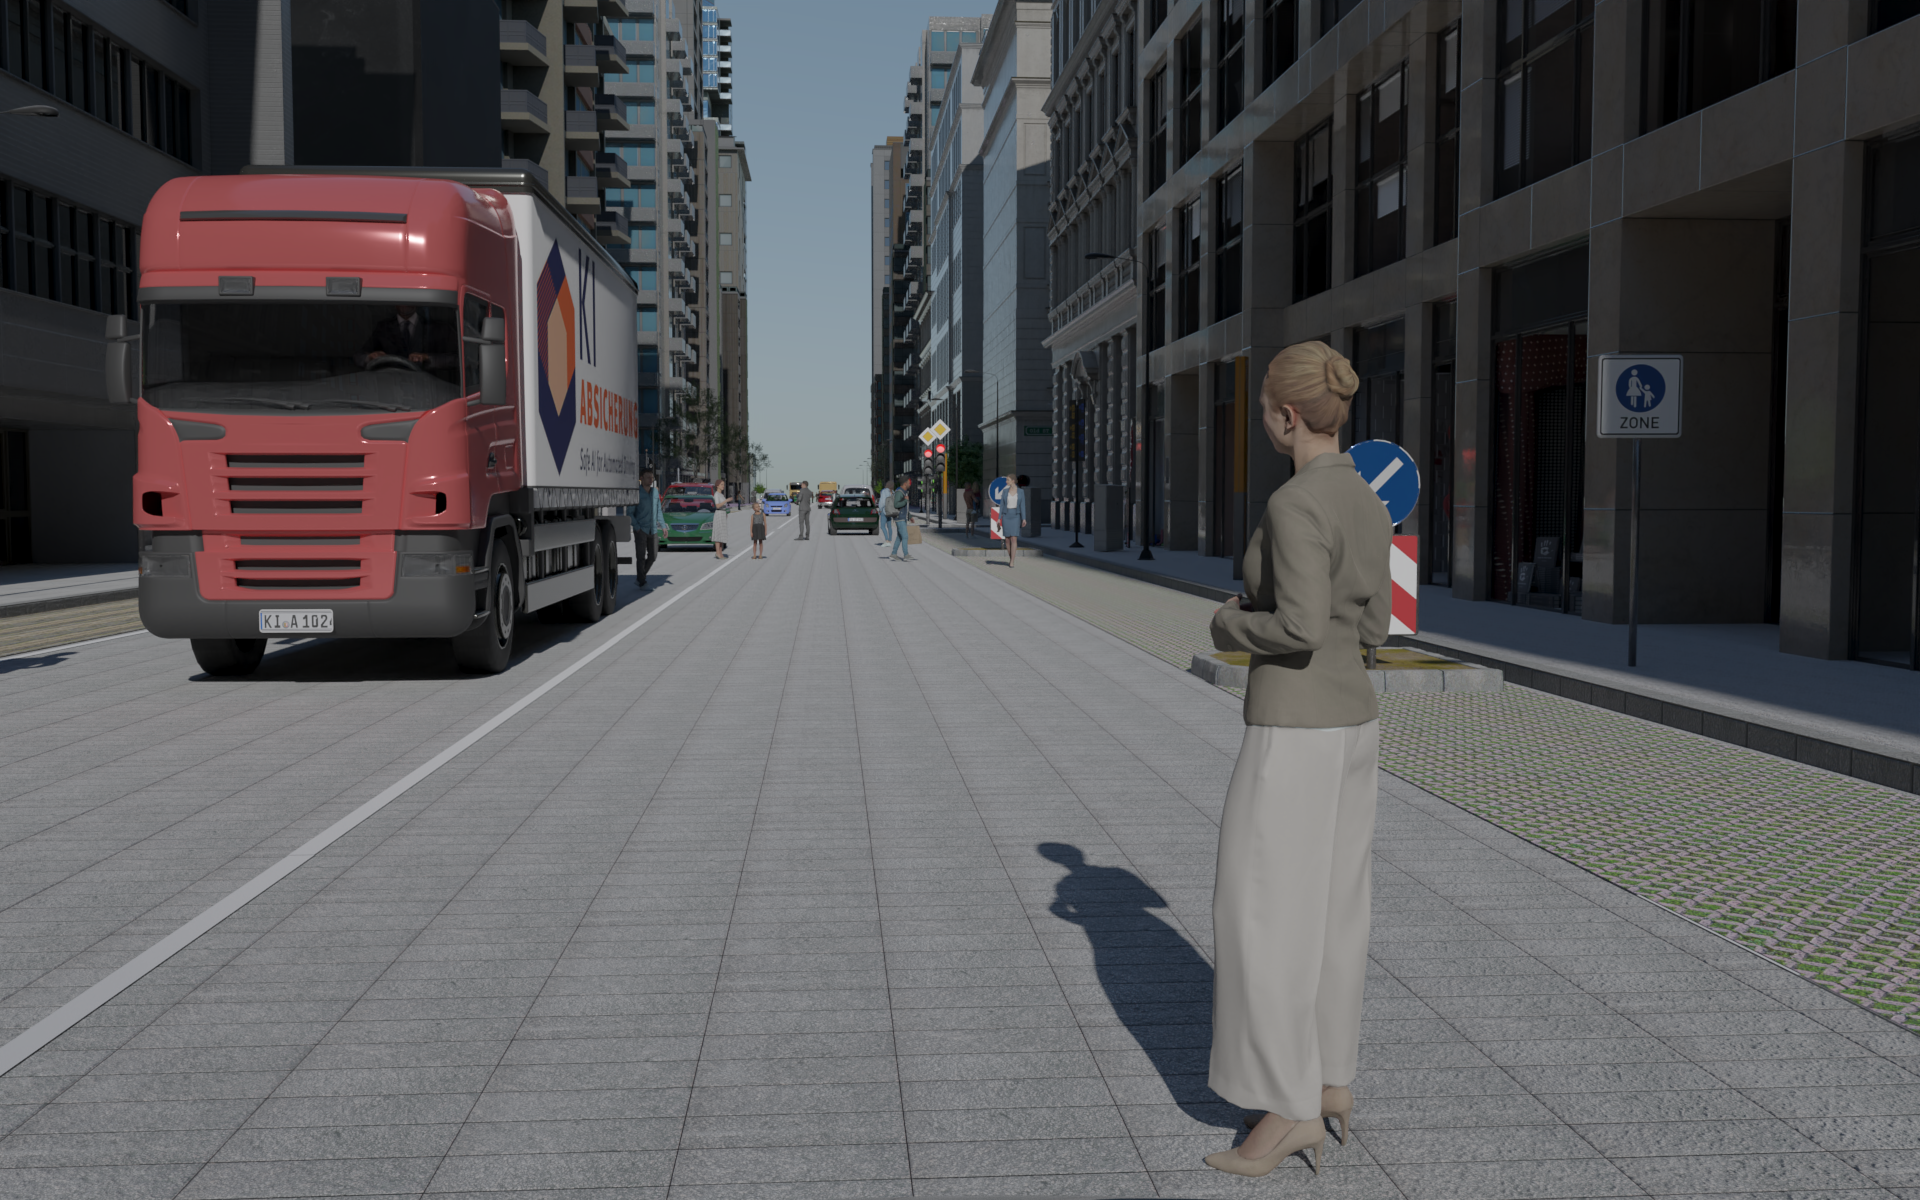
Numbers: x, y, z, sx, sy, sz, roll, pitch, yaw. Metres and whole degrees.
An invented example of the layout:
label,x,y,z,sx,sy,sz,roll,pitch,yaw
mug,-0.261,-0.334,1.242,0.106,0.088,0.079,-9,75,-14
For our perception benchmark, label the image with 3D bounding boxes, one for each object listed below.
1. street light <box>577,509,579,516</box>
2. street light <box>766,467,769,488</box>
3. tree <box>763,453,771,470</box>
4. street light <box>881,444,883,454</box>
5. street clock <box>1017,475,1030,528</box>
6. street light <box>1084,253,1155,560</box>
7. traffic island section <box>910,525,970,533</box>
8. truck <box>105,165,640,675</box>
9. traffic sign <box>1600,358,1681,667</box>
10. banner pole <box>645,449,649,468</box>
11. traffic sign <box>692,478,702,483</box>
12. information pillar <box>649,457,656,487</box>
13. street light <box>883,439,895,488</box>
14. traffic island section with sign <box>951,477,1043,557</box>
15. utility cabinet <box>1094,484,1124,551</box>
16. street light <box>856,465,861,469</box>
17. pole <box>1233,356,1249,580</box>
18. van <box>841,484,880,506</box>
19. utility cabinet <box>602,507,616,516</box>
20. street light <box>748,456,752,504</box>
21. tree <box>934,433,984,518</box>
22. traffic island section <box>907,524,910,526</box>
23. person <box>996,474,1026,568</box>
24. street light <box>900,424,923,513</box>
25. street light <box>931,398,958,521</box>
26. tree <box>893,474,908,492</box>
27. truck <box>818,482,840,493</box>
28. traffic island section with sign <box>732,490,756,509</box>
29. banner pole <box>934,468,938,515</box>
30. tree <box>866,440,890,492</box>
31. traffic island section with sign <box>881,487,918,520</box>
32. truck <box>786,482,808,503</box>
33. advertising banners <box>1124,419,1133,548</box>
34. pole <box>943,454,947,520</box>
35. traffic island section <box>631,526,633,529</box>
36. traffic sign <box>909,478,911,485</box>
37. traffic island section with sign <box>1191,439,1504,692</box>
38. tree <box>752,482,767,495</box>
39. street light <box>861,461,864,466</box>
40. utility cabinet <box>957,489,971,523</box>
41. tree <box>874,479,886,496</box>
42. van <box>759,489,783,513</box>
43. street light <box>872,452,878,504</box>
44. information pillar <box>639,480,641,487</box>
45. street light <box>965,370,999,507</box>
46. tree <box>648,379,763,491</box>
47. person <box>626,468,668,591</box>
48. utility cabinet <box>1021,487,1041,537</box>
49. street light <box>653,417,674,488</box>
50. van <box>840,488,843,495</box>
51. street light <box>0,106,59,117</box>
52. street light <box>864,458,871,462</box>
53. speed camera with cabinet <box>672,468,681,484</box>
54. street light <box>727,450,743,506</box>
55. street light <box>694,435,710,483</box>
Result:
label,x,y,z,sx,sy,sz,roll,pitch,yaw
street light,-15.475,-6.113,72.487,1.470,5.913,1.316,0,4,-4
street light,-32.242,-19.637,293.601,1.470,5.913,1.316,0,4,-4
tree,-28.160,-17.496,220.474,8.767,10.594,7.601,-1,4,-16
street light,-6.652,-11.519,160.882,1.470,5.913,1.316,0,4,-4
street clock,2.370,-3.683,64.794,0.471,2.002,0.358,2,4,29
street light,3.090,-3.731,33.538,1.470,5.913,1.316,0,4,-4
traffic island section,-0.721,-2.609,64.931,2.009,0.180,2.903,0,4,-4
truck,-5.052,-1.726,17.141,2.839,4.237,11.283,0,4,-4
traffic sign,5.003,-0.654,12.823,0.606,2.300,0.079,0,4,3
banner pole,-17.548,-6.563,97.323,0.401,3.779,0.863,0,4,1
traffic sign,-20.347,-8.200,134.180,0.768,2.556,0.104,0,4,3
information pillar,-19.373,-7.203,109.117,0.504,3.616,0.183,2,4,25
street light,-5.575,-10.678,147.130,1.470,5.913,1.316,0,4,-4
traffic island section with sign,0.824,-1.935,40.272,1.989,1.847,2.006,0,4,-4
utility cabinet,3.348,-1.842,38.795,0.318,1.500,1.173,2,4,24
street light,-17.713,-20.460,307.061,1.470,5.913,1.316,0,4,-4
pole,4.178,-1.952,25.753,0.158,3.312,0.155,0,3,0
van,-4.504,-4.244,76.402,2.013,2.044,4.112,0,4,-3
utility cabinet,-16.237,-4.217,80.110,0.306,1.237,1.020,1,4,10
street light,-26.051,-14.614,211.480,1.470,5.913,1.316,0,4,-4
tree,0.371,-6.651,92.462,4.285,4.588,4.351,0,3,0
traffic island section,-1.325,-3.096,72.893,2.009,0.180,2.903,0,4,-4
person,1.029,-1.542,33.734,0.581,1.822,0.654,1,4,21
street light,-3.128,-8.753,115.650,1.470,5.913,1.316,0,4,-4
street light,-0.697,-6.810,83.883,1.470,5.913,1.316,0,4,-4
tree,-5.202,-9.809,154.975,1.663,3.219,1.824,0,3,0
truck,-20.349,-16.613,267.548,3.469,3.379,9.791,0,4,-3
traffic island section with sign,-21.424,-9.911,170.673,1.989,1.847,2.006,0,4,-4
banner pole,-1.431,-7.006,104.568,0.401,3.779,0.863,-1,4,-16
tree,-10.515,-17.253,232.441,4.360,8.622,3.978,0,3,0
traffic island section with sign,-3.368,-5.315,95.531,1.989,1.847,2.006,0,4,-4
truck,-26.786,-17.722,285.669,3.469,3.379,9.791,0,4,-4
advertising banners,4.020,-2.754,41.221,0.090,3.025,2.074,0,4,2
pole,-0.766,-5.717,87.310,0.158,3.312,0.155,0,3,0
traffic island section,-13.931,-3.038,71.945,2.009,0.180,2.903,0,4,-4
traffic sign,-4.061,-8.001,130.920,0.768,2.556,0.104,0,4,0
traffic island section with sign,2.860,-0.290,13.363,1.989,1.847,2.006,0,4,-4
tree,-29.823,-16.015,256.446,1.663,3.219,1.824,0,3,0
street light,-12.892,-16.590,243.779,1.470,5.913,1.316,0,4,-4
utility cabinet,0.223,-4.046,74.830,0.318,1.500,1.173,-1,4,-21
tree,-9.906,-13.477,214.950,1.663,3.219,1.824,0,3,0
van,-14.519,-7.791,134.388,2.013,2.044,4.112,0,4,-2
street light,-8.923,-13.471,192.789,1.470,5.913,1.316,0,4,-4
information pillar,-17.210,-5.391,92.633,0.304,2.012,0.304,-1,4,-11
street light,0.865,-5.650,64.924,1.470,5.913,1.316,0,4,-4
tree,-21.850,-12.677,141.677,8.767,10.594,7.601,1,4,14
person,-4.710,-1.058,25.824,0.620,1.820,0.660,2,4,34
utility cabinet,2.134,-2.623,51.557,0.318,1.500,1.173,1,4,18
street light,-17.863,-8.041,104.015,1.470,5.913,1.316,0,4,-4
van,-6.587,-6.017,105.384,2.013,2.044,4.112,0,4,-3
street light,-11.479,-2.954,20.836,1.470,5.913,1.316,0,4,-4
street light,-11.320,-15.390,224.162,1.470,5.913,1.316,0,4,-4
speed camera with cabinet,-21.170,-8.477,132.940,0.660,3.252,2.038,3,5,42
street light,-23.554,-12.696,180.115,1.470,5.913,1.316,0,4,-4
street light,-20.211,-9.972,135.583,1.470,5.913,1.316,0,4,-4
